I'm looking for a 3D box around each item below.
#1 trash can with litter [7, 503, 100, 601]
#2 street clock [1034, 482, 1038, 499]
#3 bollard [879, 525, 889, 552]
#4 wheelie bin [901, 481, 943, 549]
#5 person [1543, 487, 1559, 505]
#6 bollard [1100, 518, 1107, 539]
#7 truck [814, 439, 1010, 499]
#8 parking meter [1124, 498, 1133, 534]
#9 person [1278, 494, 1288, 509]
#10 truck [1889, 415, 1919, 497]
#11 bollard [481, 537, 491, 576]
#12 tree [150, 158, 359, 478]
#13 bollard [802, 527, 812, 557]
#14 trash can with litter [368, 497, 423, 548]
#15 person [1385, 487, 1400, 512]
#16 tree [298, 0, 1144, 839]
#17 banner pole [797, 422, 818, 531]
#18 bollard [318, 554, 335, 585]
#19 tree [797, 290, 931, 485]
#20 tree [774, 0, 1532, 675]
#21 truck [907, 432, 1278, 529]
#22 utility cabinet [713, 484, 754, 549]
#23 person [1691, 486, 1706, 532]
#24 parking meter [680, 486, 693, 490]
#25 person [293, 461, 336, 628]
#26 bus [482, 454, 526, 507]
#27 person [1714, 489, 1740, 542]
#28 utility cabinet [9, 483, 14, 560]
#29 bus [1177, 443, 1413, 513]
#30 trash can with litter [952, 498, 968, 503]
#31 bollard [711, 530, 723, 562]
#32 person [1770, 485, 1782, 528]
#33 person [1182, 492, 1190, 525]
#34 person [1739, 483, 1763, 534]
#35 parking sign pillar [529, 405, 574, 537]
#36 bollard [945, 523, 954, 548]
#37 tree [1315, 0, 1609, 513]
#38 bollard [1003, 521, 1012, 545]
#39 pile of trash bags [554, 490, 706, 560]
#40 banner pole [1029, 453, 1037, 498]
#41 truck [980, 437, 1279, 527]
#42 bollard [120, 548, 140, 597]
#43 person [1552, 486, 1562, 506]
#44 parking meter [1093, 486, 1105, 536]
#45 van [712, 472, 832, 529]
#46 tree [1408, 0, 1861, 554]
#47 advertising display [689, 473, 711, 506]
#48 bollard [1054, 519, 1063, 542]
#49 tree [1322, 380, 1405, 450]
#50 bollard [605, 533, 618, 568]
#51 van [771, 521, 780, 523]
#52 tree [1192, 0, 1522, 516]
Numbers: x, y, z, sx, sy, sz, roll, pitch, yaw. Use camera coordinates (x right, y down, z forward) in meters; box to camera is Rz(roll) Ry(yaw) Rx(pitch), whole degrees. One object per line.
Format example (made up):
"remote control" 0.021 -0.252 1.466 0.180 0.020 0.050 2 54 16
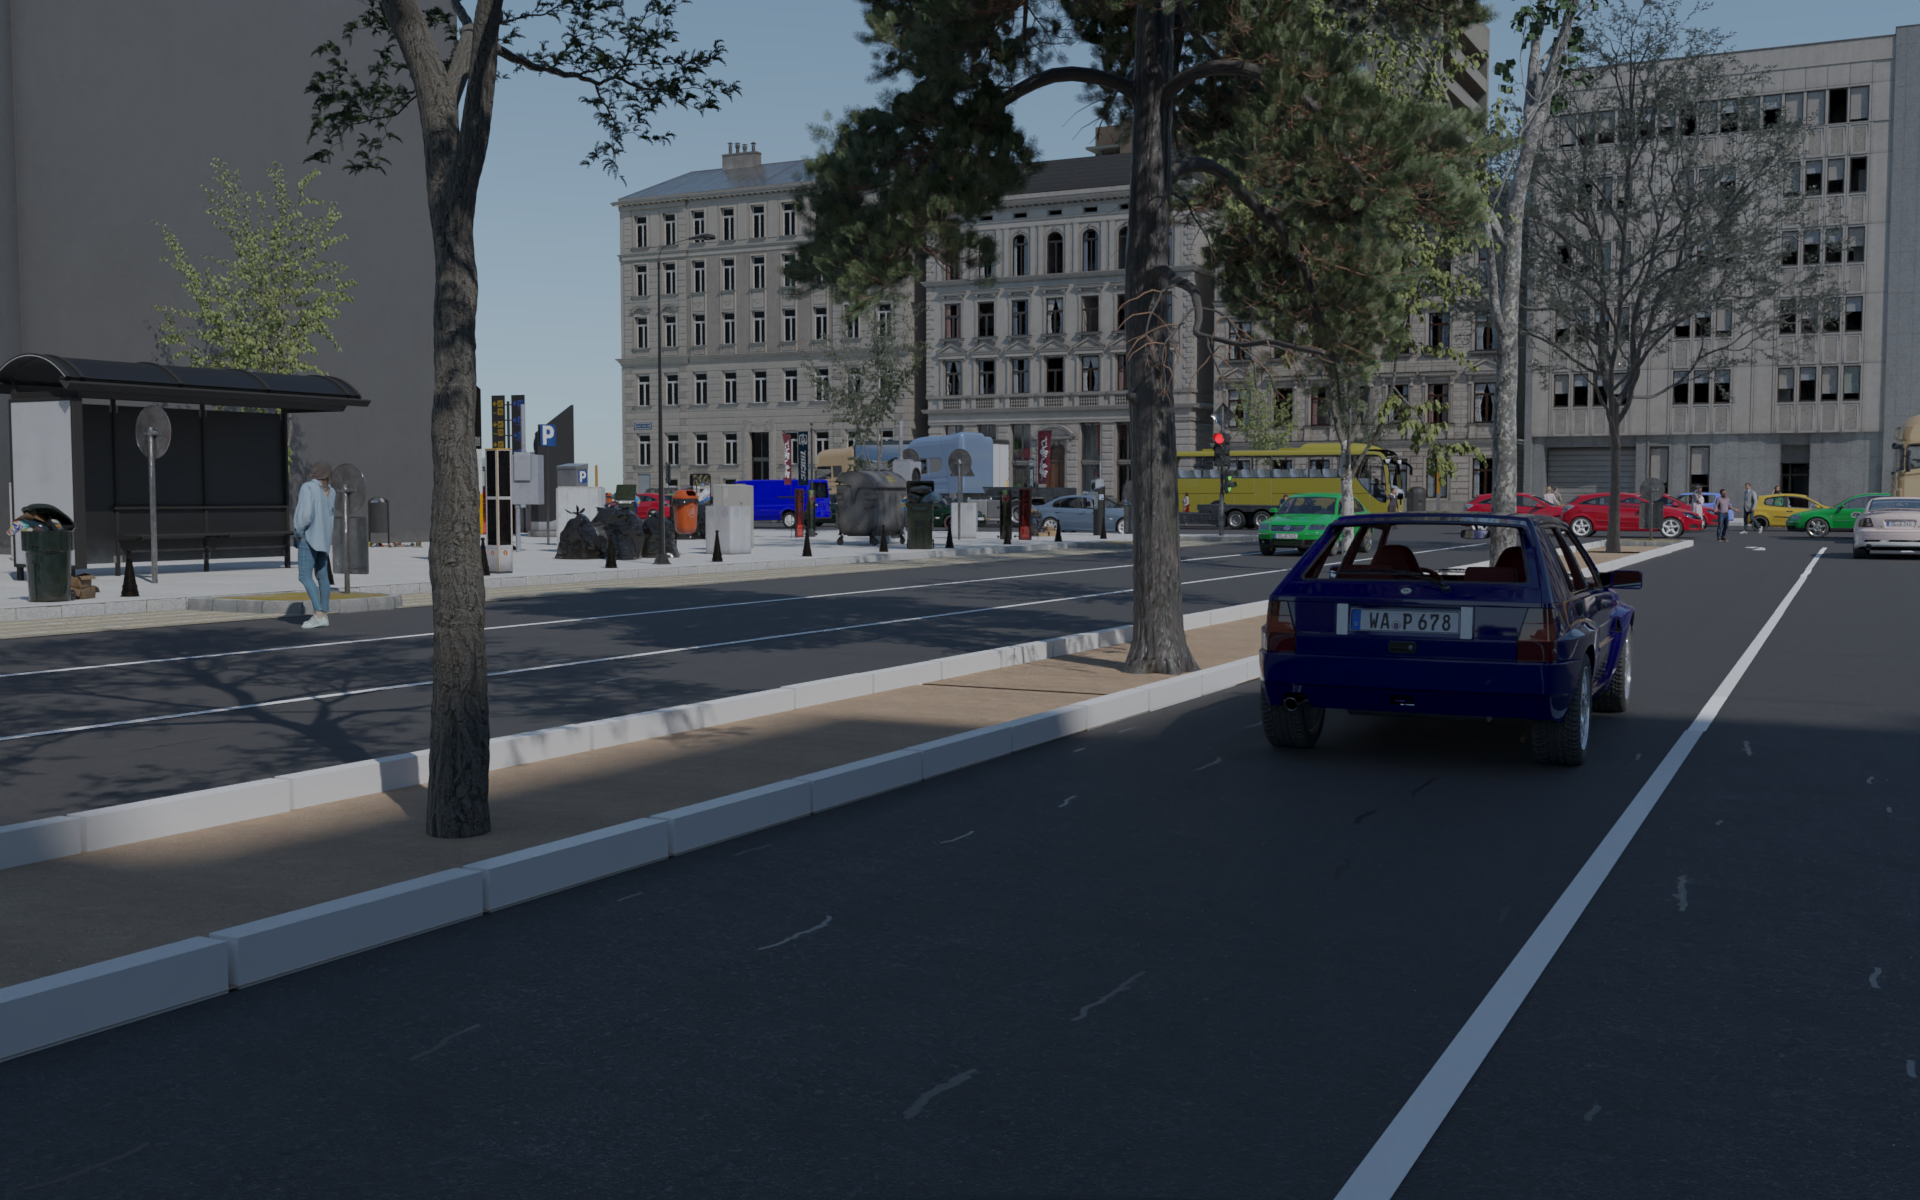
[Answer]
"trash can with litter" -10.904 -0.581 20.889 0.624 1.170 1.055 0 4 3
"street clock" 4.608 -6.276 107.188 0.358 2.002 0.471 3 4 37
"bollard" -1.692 -1.365 38.365 0.229 0.601 0.229 0 3 0
"wheelie bin" -0.895 -1.982 40.313 0.980 1.594 0.693 0 4 0
"person" 24.192 -3.763 70.691 0.731 1.740 0.598 0 4 -8
"bollard" 4.100 -2.045 49.479 0.229 0.601 0.229 0 3 0
"truck" -2.997 -6.283 91.636 11.283 4.237 2.839 2 4 25
"parking meter" 5.459 -2.891 55.673 0.372 1.533 0.369 0 3 0
"person" 12.314 -3.305 65.767 0.421 1.427 0.697 0 4 -1
"truck" 32.442 -3.728 49.863 11.283 4.237 2.839 2 4 26
"bollard" -7.498 -0.685 27.234 0.229 0.601 0.229 0 3 0
"tree" -15.010 -5.329 37.487 4.737 8.622 4.395 0 3 0
"bollard" -3.143 -1.195 35.581 0.229 0.601 0.229 0 3 0
"trash can with litter" -13.727 -1.882 41.824 2.233 1.210 1.678 1 4 10
"person" 17.471 -3.717 70.078 0.445 1.727 0.742 3 4 38
"tree" -1.931 -4.306 7.270 8.767 10.594 7.601 2 4 27
"banner pole" -5.351 -4.310 60.489 0.863 3.779 0.401 2 4 35
"bollard" -8.947 -0.514 24.451 0.229 0.601 0.229 0 3 0
"tree" -2.930 -6.512 56.841 4.360 8.622 3.978 0 3 0
"tree" 1.520 -5.450 13.618 6.751 12.117 7.091 0 3 0
"truck" 5.750 -5.097 73.099 18.799 4.110 2.967 2 4 26
"utility cabinet" -5.183 -1.899 39.727 0.318 1.500 1.173 2 4 28
"person" 28.157 -3.481 66.084 0.621 1.740 0.551 2 4 30
"parking meter" -8.206 -2.668 52.026 0.372 1.533 0.369 0 3 0
"person" -6.967 -0.611 18.758 0.793 1.790 0.793 -1 4 -19
"bus" -23.899 -4.961 75.970 13.247 3.499 2.948 2 4 26
"person" 23.020 -2.555 52.239 0.963 1.587 0.435 -1 4 -22
"utility cabinet" -17.663 -1.512 33.394 1.173 1.500 0.318 0 4 6
"bus" 15.838 -5.742 85.436 12.252 3.916 2.896 2 4 27
"trash can with litter" 0.010 -2.743 56.231 0.624 1.170 1.055 0 4 6
"bollard" -4.598 -1.025 32.795 0.229 0.601 0.229 0 3 0
"person" 34.111 -3.887 72.303 0.600 1.795 0.529 1 4 18
"person" 10.565 -4.275 80.870 0.387 1.526 0.523 0 4 5
"person" 28.624 -3.323 62.676 0.795 1.843 0.661 -1 4 -12
"parking sign pillar" -12.220 -3.881 51.932 1.447 3.967 1.447 3 5 42
"bollard" -0.248 -1.535 41.141 0.229 0.601 0.229 0 3 0
"tree" 8.133 -10.430 28.878 12.611 20.169 13.585 0 3 0
"bollard" 1.201 -1.705 43.915 0.229 0.601 0.229 0 3 0
"pile of trash bags" -6.490 -1.554 35.165 1.912 1.369 3.447 2 4 30
"banner pole" 4.488 -7.087 105.886 0.863 3.779 0.401 3 5 44
"truck" 6.029 -5.390 77.889 18.799 4.110 2.967 2 4 29
"bollard" -10.393 -0.344 21.670 0.229 0.601 0.229 0 3 0
"person" 27.458 -4.333 79.680 0.599 1.781 0.374 1 4 23
"parking meter" 4.309 -2.765 53.615 0.372 1.533 0.369 0 3 0
"van" -8.105 -4.210 73.219 5.245 2.365 2.240 2 4 27
"tree" 15.744 -7.858 41.299 12.009 13.543 11.850 0 3 0
"advertising display" -8.164 -3.014 54.491 0.123 1.923 0.974 2 4 27
"bollard" 2.652 -1.875 46.704 0.229 0.601 0.229 0 3 0
"tree" 20.820 -8.554 90.228 4.360 8.622 3.978 0 3 0
"bollard" -6.048 -0.854 30.007 0.229 0.601 0.229 0 3 0
"van" -7.683 -4.839 86.132 4.112 2.044 2.013 2 4 27
"tree" 4.542 -4.120 20.181 4.737 8.622 4.395 0 3 0
